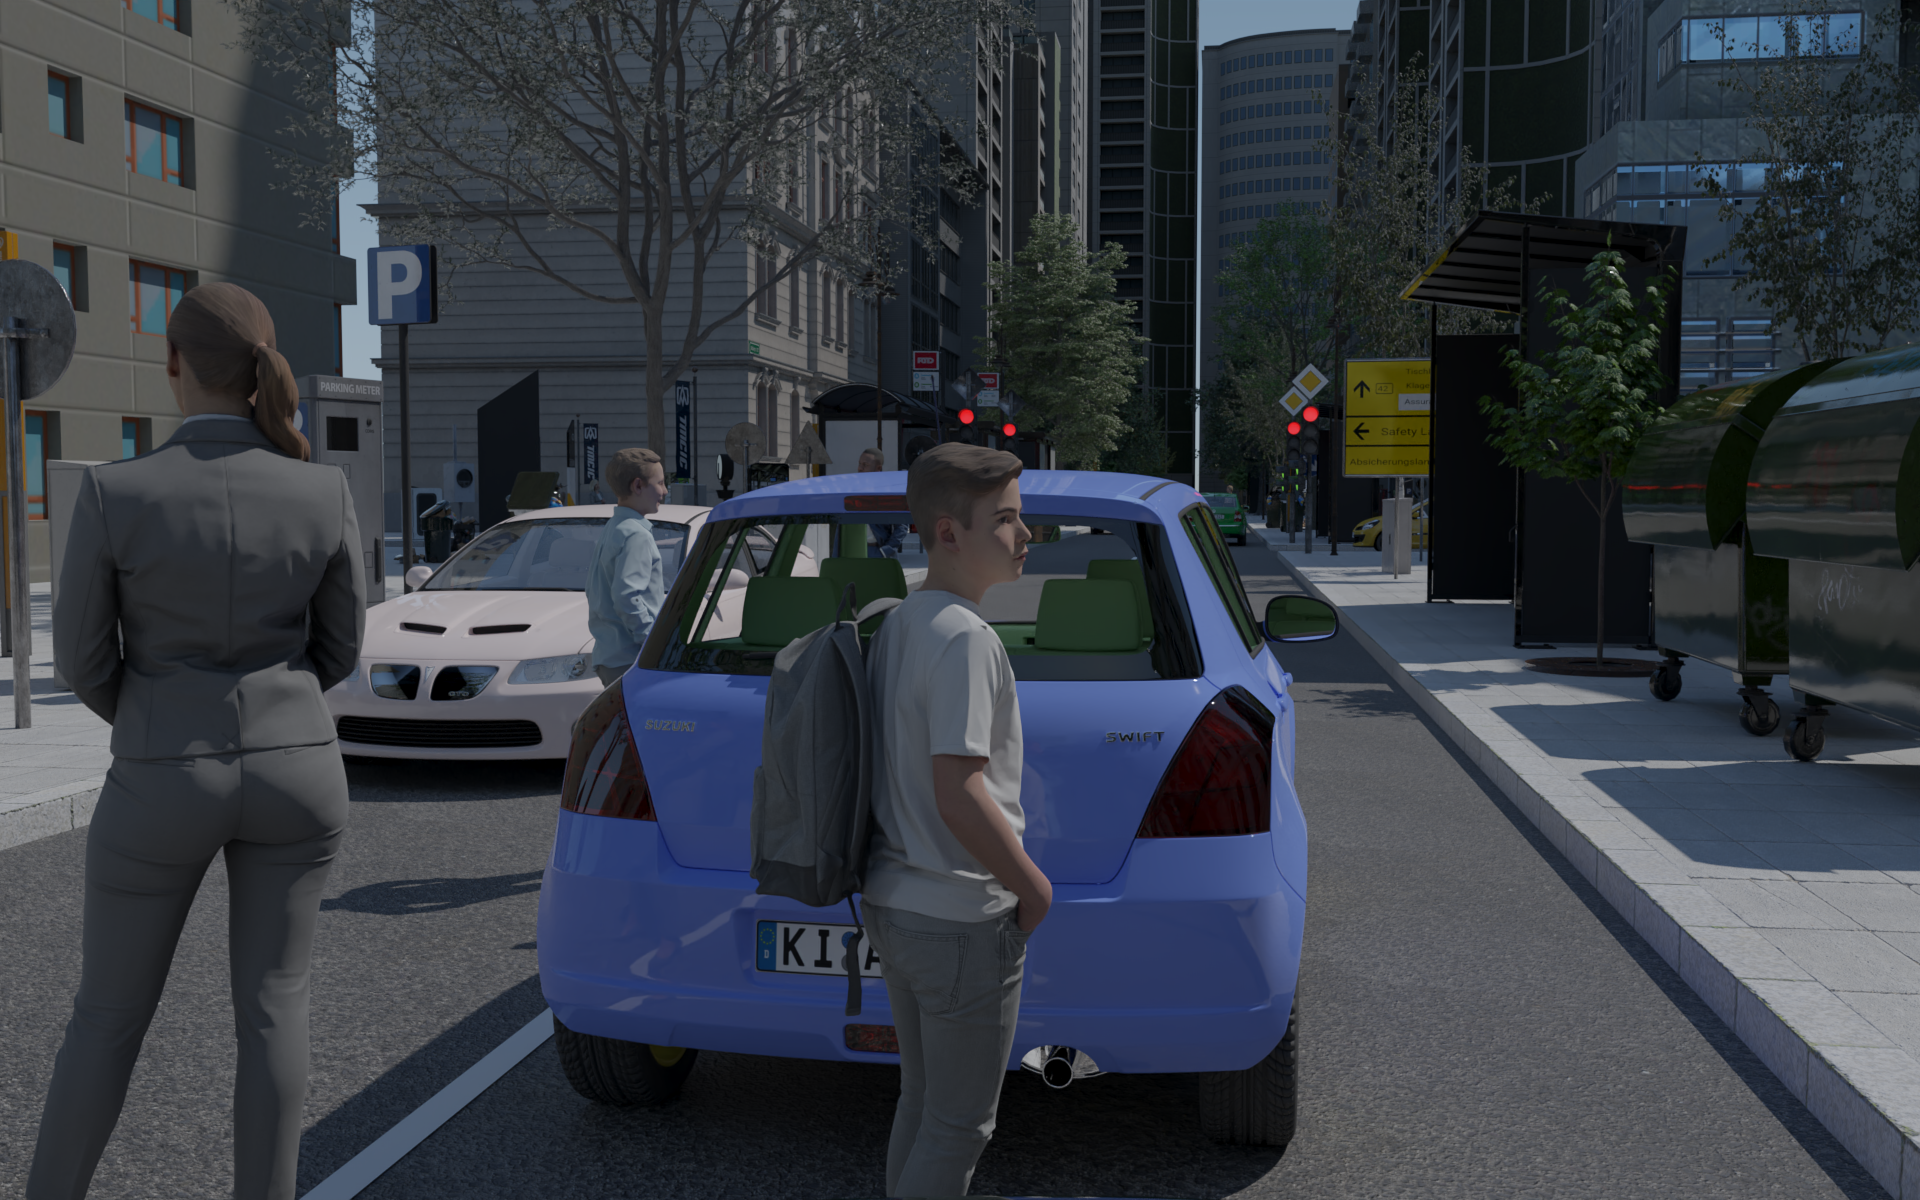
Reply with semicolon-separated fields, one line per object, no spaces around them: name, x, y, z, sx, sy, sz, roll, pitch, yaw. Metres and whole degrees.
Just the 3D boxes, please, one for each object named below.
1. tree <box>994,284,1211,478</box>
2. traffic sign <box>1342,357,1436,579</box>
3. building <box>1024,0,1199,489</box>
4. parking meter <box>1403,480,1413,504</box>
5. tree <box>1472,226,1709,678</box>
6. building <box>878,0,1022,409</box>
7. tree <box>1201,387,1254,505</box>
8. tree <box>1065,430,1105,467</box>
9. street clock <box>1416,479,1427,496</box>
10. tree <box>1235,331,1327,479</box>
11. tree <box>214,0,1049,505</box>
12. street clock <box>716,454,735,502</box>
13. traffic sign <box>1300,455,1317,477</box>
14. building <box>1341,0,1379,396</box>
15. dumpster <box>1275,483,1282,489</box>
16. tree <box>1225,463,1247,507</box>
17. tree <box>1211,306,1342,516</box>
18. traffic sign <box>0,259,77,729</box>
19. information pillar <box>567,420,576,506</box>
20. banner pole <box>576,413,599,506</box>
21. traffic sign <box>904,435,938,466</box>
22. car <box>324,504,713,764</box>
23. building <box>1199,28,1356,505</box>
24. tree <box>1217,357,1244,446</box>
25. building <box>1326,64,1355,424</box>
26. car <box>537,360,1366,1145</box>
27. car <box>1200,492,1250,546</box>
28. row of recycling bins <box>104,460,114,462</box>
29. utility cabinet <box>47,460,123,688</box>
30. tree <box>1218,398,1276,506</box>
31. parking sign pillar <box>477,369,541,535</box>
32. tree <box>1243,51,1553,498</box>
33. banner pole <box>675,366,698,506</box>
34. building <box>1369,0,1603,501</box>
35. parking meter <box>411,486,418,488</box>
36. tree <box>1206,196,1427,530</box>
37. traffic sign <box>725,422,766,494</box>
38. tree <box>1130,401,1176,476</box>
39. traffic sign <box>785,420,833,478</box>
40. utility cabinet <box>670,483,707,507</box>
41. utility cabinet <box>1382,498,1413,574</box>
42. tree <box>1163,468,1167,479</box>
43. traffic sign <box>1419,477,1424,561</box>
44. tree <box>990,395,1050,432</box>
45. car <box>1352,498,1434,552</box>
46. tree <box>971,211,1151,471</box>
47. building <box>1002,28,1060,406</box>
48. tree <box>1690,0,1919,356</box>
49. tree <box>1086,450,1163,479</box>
tree;6.179;-10.582;90.016;9.611;12.733;9.660;0;3;0
traffic sign;6.881;-1.960;25.912;2.265;3.308;0.079;1;4;12
building;19.830;-47.872;220.957;20.611;71.187;20.563;1;4;8
parking meter;18.075;-3.932;70.004;0.399;1.863;0.255;0;4;-8
tree;4.781;-1.099;12.572;1.663;3.219;1.824;0;3;0
building;2.243;-45.327;179.352;20.611;71.187;20.563;1;4;8
tree;31.600;-17.605;194.496;9.857;13.997;8.962;0;3;0
tree;7.806;-10.137;116.105;4.360;8.622;3.978;0;3;0
street clock;21.868;-4.745;82.153;0.471;2.002;0.358;0;4;1
tree;14.681;-7.779;77.545;4.737;8.622;4.395;0;3;0
tree;-3.767;-6.806;21.652;12.009;13.543;11.850;0;3;0
street clock;-4.242;-1.637;31.327;0.358;2.002;0.471;-1;4;-20
traffic sign;10.264;-3.102;50.824;0.768;2.556;0.104;1;4;13
building;45.928;-32.675;153.845;23.786;49.044;30.456;1;4;8
dumpster;21.220;-6.820;114.008;1.502;2.255;1.985;1;4;8
tree;27.757;-11.398;170.071;4.285;4.588;4.351;0;3;0
tree;18.164;-11.397;103.348;9.611;12.733;9.660;0;3;0
traffic sign;-5.136;-0.569;9.417;0.768;2.556;0.104;1;4;14
information pillar;-12.174;-3.847;54.255;0.183;3.616;0.504;1;4;9
banner pole;-11.604;-3.899;53.764;0.863;3.779;0.401;-2;4;-26
traffic sign;-0.835;-2.278;37.355;0.768;2.556;0.104;1;4;13
car;-2.133;0.111;10.555;2.083;1.381;4.827;1;4;10
building;44.489;-41.366;218.332;28.212;58.520;21.231;1;4;8
tree;12.862;-7.390;71.195;4.360;8.622;3.978;0;3;0
building;44.951;-32.213;176.798;14.600;45.320;14.200;1;4;8
car;0.165;0.267;5.226;1.945;1.707;3.694;1;4;10
car;7.256;-2.476;49.279;1.959;1.807;4.718;1;4;9
row of recycling bins;-10.512;-0.955;22.730;1.069;1.692;3.534;0;4;-5
utility cabinet;-5.643;-0.190;11.779;0.318;1.500;1.173;1;4;10
tree;29.876;-15.868;177.563;7.486;12.596;7.792;0;3;0
parking sign pillar;-9.756;-3.000;37.515;1.447;3.967;1.447;-1;4;-11
tree;7.621;-4.826;29.267;4.360;8.622;3.978;0;3;0
banner pole;-5.299;-2.678;33.796;0.401;3.779;0.863;2;4;28
building;40.058;-42.203;128.272;20.563;71.187;20.611;1;4;8
parking meter;-16.506;-2.693;52.439;0.372;1.533;0.369;0;3;0
tree;12.498;-8.310;61.631;9.928;11.665;9.643;0;3;0
traffic sign;-3.796;-1.866;30.615;0.768;2.556;0.104;1;4;12
tree;12.948;-10.809;127.089;4.737;8.622;4.395;0;3;0
traffic sign;-2.680;-1.872;30.605;0.884;2.594;0.081;1;4;12
utility cabinet;-5.635;-1.677;36.097;0.318;1.500;1.173;1;4;15
utility cabinet;7.082;-1.037;28.122;0.306;1.237;1.020;0;4;3
tree;17.505;-10.825;160.699;4.285;4.588;4.351;0;3;0
traffic sign;8.773;-1.882;32.894;0.606;2.300;0.079;1;4;13
tree;3.570;-9.136;99.738;4.360;8.622;3.978;0;3;0
car;11.334;-1.883;41.014;3.980;1.641;2.015;1;4;9
tree;3.943;-9.323;70.558;7.486;12.596;7.792;0;3;0
building;0.999;-28.508;149.694;14.154;41.232;14.086;1;4;8
tree;12.272;-4.522;24.301;4.360;8.622;3.978;0;3;0
tree;9.105;-7.267;102.523;4.285;4.588;4.351;0;3;0
